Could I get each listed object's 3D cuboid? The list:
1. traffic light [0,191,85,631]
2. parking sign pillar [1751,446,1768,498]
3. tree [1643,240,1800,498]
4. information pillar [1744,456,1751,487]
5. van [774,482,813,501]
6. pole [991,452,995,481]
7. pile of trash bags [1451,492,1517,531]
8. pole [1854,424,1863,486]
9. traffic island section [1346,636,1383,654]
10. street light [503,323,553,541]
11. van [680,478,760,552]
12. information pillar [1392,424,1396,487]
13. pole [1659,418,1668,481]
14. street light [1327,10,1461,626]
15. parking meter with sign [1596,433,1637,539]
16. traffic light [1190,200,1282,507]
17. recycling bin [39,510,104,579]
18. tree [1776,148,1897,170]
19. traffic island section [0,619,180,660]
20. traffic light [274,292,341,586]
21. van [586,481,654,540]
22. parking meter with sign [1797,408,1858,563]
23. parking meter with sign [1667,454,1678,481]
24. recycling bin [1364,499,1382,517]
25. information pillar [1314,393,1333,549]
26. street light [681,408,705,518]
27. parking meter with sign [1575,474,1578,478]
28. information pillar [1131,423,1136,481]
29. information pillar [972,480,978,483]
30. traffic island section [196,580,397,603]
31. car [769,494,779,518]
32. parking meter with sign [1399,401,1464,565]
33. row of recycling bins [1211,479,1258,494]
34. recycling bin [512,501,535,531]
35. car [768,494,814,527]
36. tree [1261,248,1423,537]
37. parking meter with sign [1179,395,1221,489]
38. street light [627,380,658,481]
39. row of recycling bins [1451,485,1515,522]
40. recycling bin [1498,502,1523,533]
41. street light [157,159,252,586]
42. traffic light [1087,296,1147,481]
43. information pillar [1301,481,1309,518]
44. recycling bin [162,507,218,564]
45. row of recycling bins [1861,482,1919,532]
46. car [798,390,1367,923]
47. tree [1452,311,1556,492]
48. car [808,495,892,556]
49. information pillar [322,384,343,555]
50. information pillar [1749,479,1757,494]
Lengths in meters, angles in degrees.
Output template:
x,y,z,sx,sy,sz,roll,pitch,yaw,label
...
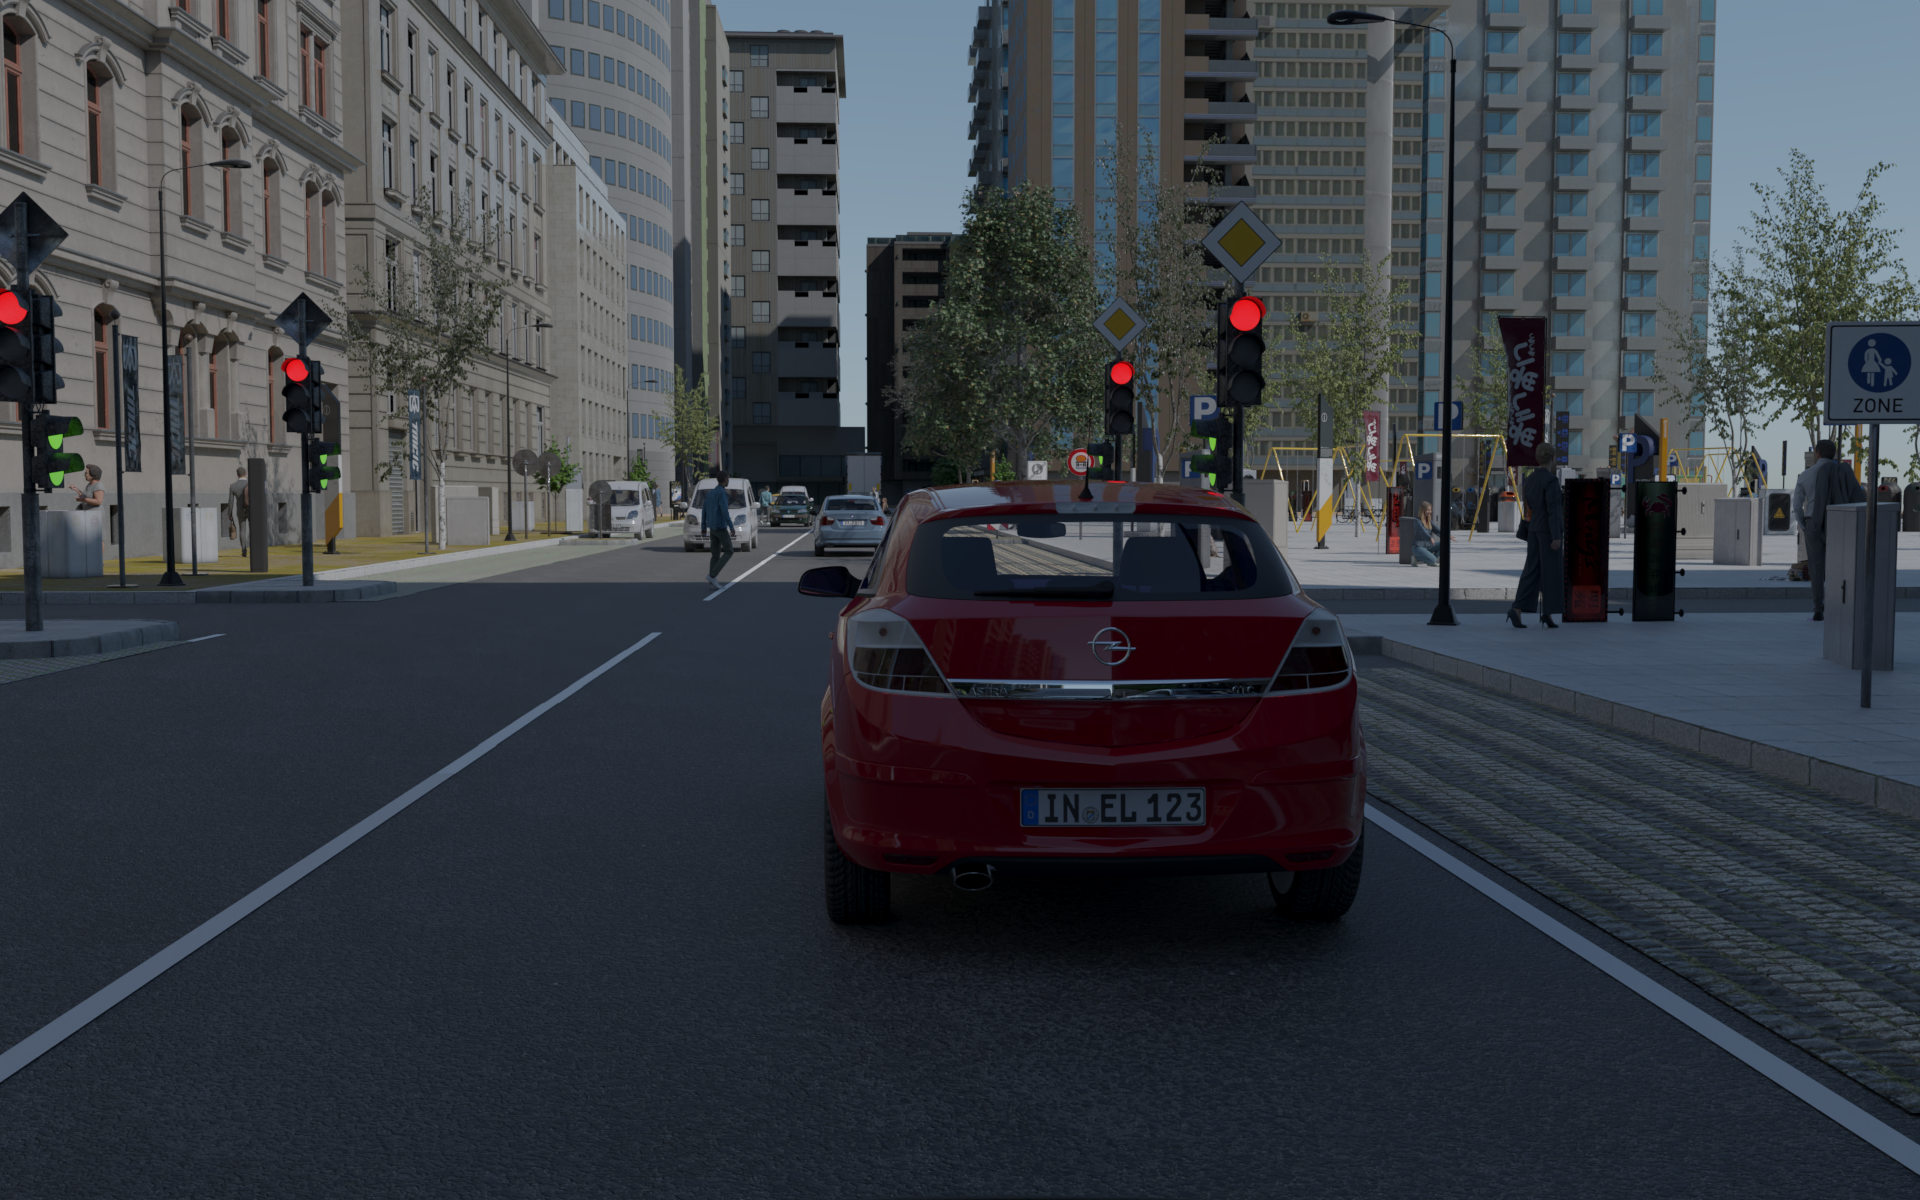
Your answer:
x,y,z,sx,sy,sz,roll,pitch,yaw,label
-8.669,-1.664,16.133,0.839,4.253,0.868,0,4,-3,traffic light
44.556,-6.612,96.578,1.447,3.967,1.447,-3,5,-43,parking sign pillar
22.008,-6.061,49.462,4.360,8.622,3.978,0,3,0,tree
45.314,-6.616,99.518,0.504,3.616,0.183,3,4,38,information pillar
-8.533,-5.002,88.790,2.013,2.044,4.112,0,4,-5,van
1.588,-5.525,84.177,0.158,3.312,0.155,0,3,0,pole
18.071,-3.154,61.315,3.447,1.369,1.912,-1,4,-10,pile of trash bags
25.007,-3.330,48.281,0.158,3.312,0.155,0,3,0,pole
2.716,0.331,16.876,2.009,0.180,2.903,0,4,-3,traffic island section
-11.755,-4.566,47.192,1.470,5.913,1.316,0,4,-3,street light
-6.079,-2.275,44.211,2.013,2.044,4.112,0,4,-3,van
14.365,-4.036,57.344,0.183,3.616,0.504,1,4,9,information pillar
18.957,-3.235,46.728,0.158,3.312,0.155,0,3,0,pole
4.217,-2.709,16.830,1.470,5.913,1.316,0,4,-3,street light
18.919,-3.315,50.467,0.543,3.016,1.738,-1,4,-13,parking meter with sign
2.675,-1.703,16.760,0.839,4.253,0.868,0,4,-3,traffic light
-13.711,-0.859,26.601,0.722,1.027,0.722,1,4,19,recycling bin
18.147,-5.267,36.474,4.737,8.622,4.395,0,3,0,tree
-8.709,0.368,16.266,2.009,0.180,2.903,0,4,-3,traffic island section
-9.100,-2.152,24.106,0.839,4.253,0.868,0,4,-3,traffic light
-10.673,-2.913,54.638,2.013,2.044,4.112,0,4,-3,van
15.474,-2.128,31.050,0.543,3.016,1.738,1,4,9,parking meter with sign
31.145,-4.860,75.727,0.543,3.016,1.738,2,4,27,parking meter with sign
23.074,-5.150,96.754,0.722,1.027,0.722,-1,4,-12,recycling bin
8.490,-2.996,40.345,0.504,3.616,0.183,-3,5,-40,information pillar
-14.390,-7.385,93.277,1.470,5.913,1.316,0,4,-3,street light
22.032,-4.075,62.883,1.738,3.016,0.543,-1,4,-16,parking meter with sign
5.546,-3.926,55.545,0.183,3.616,0.504,0,4,-2,information pillar
0.791,-5.256,90.421,0.304,2.012,0.304,0,4,-1,information pillar
-9.140,-0.120,24.239,2.009,0.180,2.903,0,4,-3,traffic island section
-10.829,-5.811,105.233,2.015,1.641,3.980,0,4,-4,car
8.687,-2.188,32.039,0.543,3.016,1.738,3,4,38,parking meter with sign
7.598,-2.485,47.736,1.069,1.692,3.534,-1,4,-11,row of recycling bins
-15.127,-2.890,59.812,0.722,1.027,0.722,0,4,-2,recycling bin
-7.430,-4.080,76.499,2.009,1.686,4.222,0,4,-2,car
11.590,-6.171,51.258,4.737,8.622,4.395,0,3,0,tree
4.030,-2.054,29.842,0.543,3.016,1.738,1,4,21,parking meter with sign
-12.965,-5.991,70.501,1.470,5.913,1.316,0,4,-3,street light
24.163,-4.471,80.216,1.069,1.692,3.534,-3,4,-38,row of recycling bins
18.506,-2.776,57.934,0.722,1.027,0.722,-2,4,-31,recycling bin
-10.519,-3.155,24.131,1.470,5.913,1.316,0,4,-3,street light
2.244,-2.190,24.734,0.839,4.253,0.868,0,4,-3,traffic light
18.704,-5.471,93.947,0.304,2.012,0.304,-1,4,-19,information pillar
-14.341,-1.205,32.255,0.722,1.027,0.722,3,4,36,recycling bin
31.528,-3.223,59.804,1.069,1.692,3.534,-3,5,-44,row of recycling bins
0.371,0.107,7.295,2.155,1.783,4.494,0,4,-2,car
21.780,-7.253,68.944,4.737,8.622,4.395,0,3,0,tree
-2.609,-1.789,41.249,2.014,1.417,4.499,0,4,-5,car
-13.320,-2.776,36.750,0.504,3.616,0.183,2,4,31,information pillar
39.963,-5.065,87.303,0.304,2.012,0.304,3,4,38,information pillar
